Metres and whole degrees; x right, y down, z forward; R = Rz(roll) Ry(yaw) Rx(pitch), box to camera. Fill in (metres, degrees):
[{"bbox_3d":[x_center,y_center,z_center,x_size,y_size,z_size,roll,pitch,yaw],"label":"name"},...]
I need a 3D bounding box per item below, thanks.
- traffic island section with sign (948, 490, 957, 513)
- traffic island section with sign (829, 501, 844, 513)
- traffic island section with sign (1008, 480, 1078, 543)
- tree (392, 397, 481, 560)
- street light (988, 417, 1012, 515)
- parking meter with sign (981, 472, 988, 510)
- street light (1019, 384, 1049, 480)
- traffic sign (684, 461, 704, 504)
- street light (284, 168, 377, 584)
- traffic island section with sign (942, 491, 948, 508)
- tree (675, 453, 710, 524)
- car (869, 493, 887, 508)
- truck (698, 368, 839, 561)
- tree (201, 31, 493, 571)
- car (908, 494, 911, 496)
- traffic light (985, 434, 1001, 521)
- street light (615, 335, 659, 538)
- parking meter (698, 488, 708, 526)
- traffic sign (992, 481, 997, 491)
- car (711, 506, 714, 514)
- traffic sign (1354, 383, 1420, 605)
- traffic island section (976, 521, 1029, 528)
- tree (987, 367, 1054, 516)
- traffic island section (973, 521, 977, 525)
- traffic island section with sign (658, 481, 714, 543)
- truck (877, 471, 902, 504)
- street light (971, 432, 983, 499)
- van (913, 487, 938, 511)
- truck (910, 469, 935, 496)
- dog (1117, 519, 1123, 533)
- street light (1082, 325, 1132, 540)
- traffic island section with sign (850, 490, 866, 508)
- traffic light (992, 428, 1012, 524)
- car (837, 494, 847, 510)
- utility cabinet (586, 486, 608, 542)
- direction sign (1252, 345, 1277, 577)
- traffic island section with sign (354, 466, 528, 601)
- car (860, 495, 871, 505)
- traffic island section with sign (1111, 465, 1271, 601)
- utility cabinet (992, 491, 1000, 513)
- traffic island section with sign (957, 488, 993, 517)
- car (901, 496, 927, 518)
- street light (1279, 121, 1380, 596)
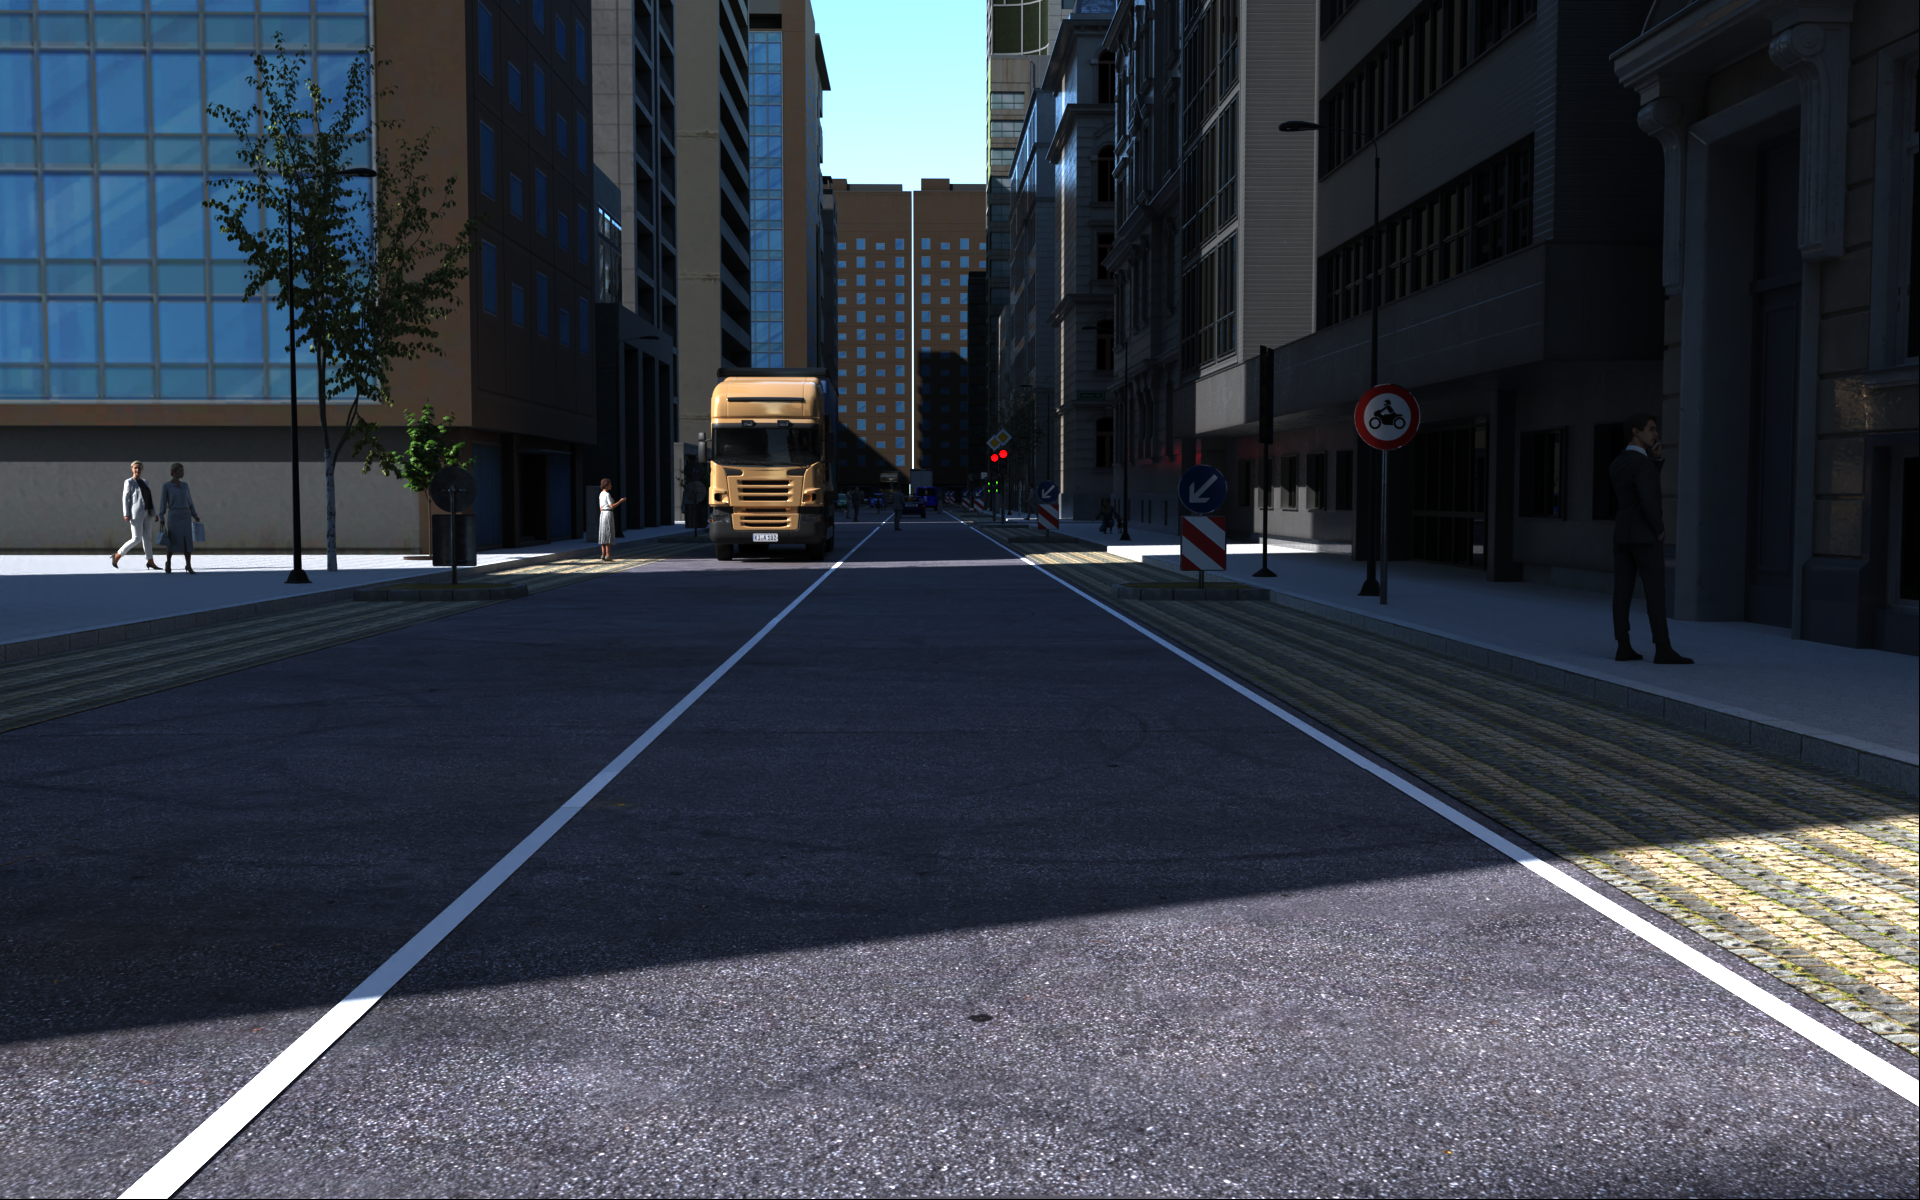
[{"bbox_3d":[0.319,-7.629,133.360,1.989,1.847,2.006,0,4,-1],"label":"traffic island section with sign"},{"bbox_3d":[-9.901,-7.613,133.107,1.989,1.847,2.006,0,4,-1],"label":"traffic island section with sign"},{"bbox_3d":[2.438,-2.604,51.196,1.989,1.847,2.006,0,4,-1],"label":"traffic island section with sign"},{"bbox_3d":[-10.468,-2.400,33.840,1.663,3.219,1.824,0,3,0],"label":"tree"},{"bbox_3d":[2.474,-8.100,104.981,1.470,5.913,1.316,0,4,-1],"label":"street light"},{"bbox_3d":[1.915,-8.615,137.119,0.543,3.016,1.738,0,4,1],"label":"parking meter with sign"},{"bbox_3d":[3.203,-6.169,73.411,1.470,5.913,1.316,0,4,-1],"label":"street light"},{"bbox_3d":[-10.177,-4.041,66.178,0.768,2.556,0.104,0,4,3],"label":"traffic sign"},{"bbox_3d":[-9.001,-3.196,24.793,1.470,5.913,1.316,0,4,-1],"label":"street light"},{"bbox_3d":[-0.983,-10.698,183.544,1.989,1.847,2.006,0,4,-1],"label":"traffic island section with sign"},{"bbox_3d":[-11.169,-4.891,74.563,1.663,3.219,1.824,0,3,0],"label":"tree"},{"bbox_3d":[-8.656,-10.686,184.310,1.945,1.707,3.694,0,4,0],"label":"car"},{"bbox_3d":[-4.236,-3.169,40.731,2.839,4.237,11.283,0,4,-2],"label":"truck"},{"bbox_3d":[-10.189,-4.779,28.497,4.737,8.622,4.395,0,3,0],"label":"tree"},{"bbox_3d":[-5.712,-12.346,212.076,2.015,1.641,3.980,0,4,0],"label":"car"},{"bbox_3d":[1.603,-5.675,81.708,0.839,4.253,0.868,0,4,-1],"label":"traffic light"},{"bbox_3d":[-9.497,-4.786,50.799,1.470,5.913,1.316,0,4,-1],"label":"street light"},{"bbox_3d":[-10.202,-3.687,68.696,0.372,1.533,0.369,0,3,0],"label":"parking meter"},{"bbox_3d":[2.379,-7.014,116.813,0.606,2.300,0.079,0,3,0],"label":"traffic sign"},{"bbox_3d":[-8.385,-3.407,65.291,1.945,1.707,3.694,0,4,0],"label":"car"},{"bbox_3d":[4.927,-1.221,20.072,0.768,2.556,0.104,0,4,-1],"label":"traffic sign"},{"bbox_3d":[1.849,-3.154,73.840,2.009,0.180,2.903,0,4,-1],"label":"traffic island section"},{"bbox_3d":[3.472,-9.208,100.921,4.360,8.622,3.978,0,3,0],"label":"tree"},{"bbox_3d":[1.643,-3.642,81.823,2.009,0.180,2.903,0,4,-1],"label":"traffic island section"},{"bbox_3d":[-7.790,-2.598,51.104,1.989,1.847,2.006,0,4,-1],"label":"traffic island section with sign"},{"bbox_3d":[-8.576,-13.730,213.390,2.839,4.237,11.283,0,4,0],"label":"truck"},{"bbox_3d":[1.804,-9.662,130.509,1.470,5.913,1.316,0,4,-1],"label":"street light"},{"bbox_3d":[-2.878,-8.806,148.365,2.240,2.365,5.245,0,4,-2],"label":"van"},{"bbox_3d":[-4.350,-12.752,197.408,2.839,4.237,11.283,0,4,-1],"label":"truck"},{"bbox_3d":[5.278,-2.442,56.762,0.540,0.507,0.406,3,4,36],"label":"dog"},{"bbox_3d":[4.049,-4.608,47.888,1.470,5.913,1.316,0,4,-1],"label":"street light"},{"bbox_3d":[-11.197,-10.689,183.397,1.989,1.847,2.006,0,4,-1],"label":"traffic island section with sign"},{"bbox_3d":[1.809,-5.187,73.725,0.839,4.253,0.868,0,4,-1],"label":"traffic light"},{"bbox_3d":[-10.632,-8.755,151.946,1.959,1.807,4.718,0,4,-3],"label":"car"},{"bbox_3d":[-9.717,-2.311,46.464,0.318,1.500,1.173,0,4,3],"label":"utility cabinet"},{"bbox_3d":[4.736,-2.130,26.815,0.379,3.537,0.876,1,4,22],"label":"direction sign"},{"bbox_3d":[-7.084,-0.936,23.924,1.989,1.847,2.006,0,4,-1],"label":"traffic island section with sign"},{"bbox_3d":[-12.590,-13.220,228.730,1.945,1.354,3.894,0,4,-1],"label":"car"},{"bbox_3d":[3.141,-0.945,24.073,1.989,1.847,2.006,0,4,-1],"label":"traffic island section with sign"},{"bbox_3d":[2.344,-6.401,113.341,0.318,1.500,1.173,-1,4,-9],"label":"utility cabinet"},{"bbox_3d":[1.015,-5.981,106.414,1.989,1.847,2.006,0,4,-1],"label":"traffic island section with sign"},{"bbox_3d":[-2.932,-5.593,104.020,1.945,1.354,3.894,0,4,-2],"label":"car"},{"bbox_3d":[4.661,-3.009,21.731,1.470,5.913,1.316,0,4,-1],"label":"street light"}]
